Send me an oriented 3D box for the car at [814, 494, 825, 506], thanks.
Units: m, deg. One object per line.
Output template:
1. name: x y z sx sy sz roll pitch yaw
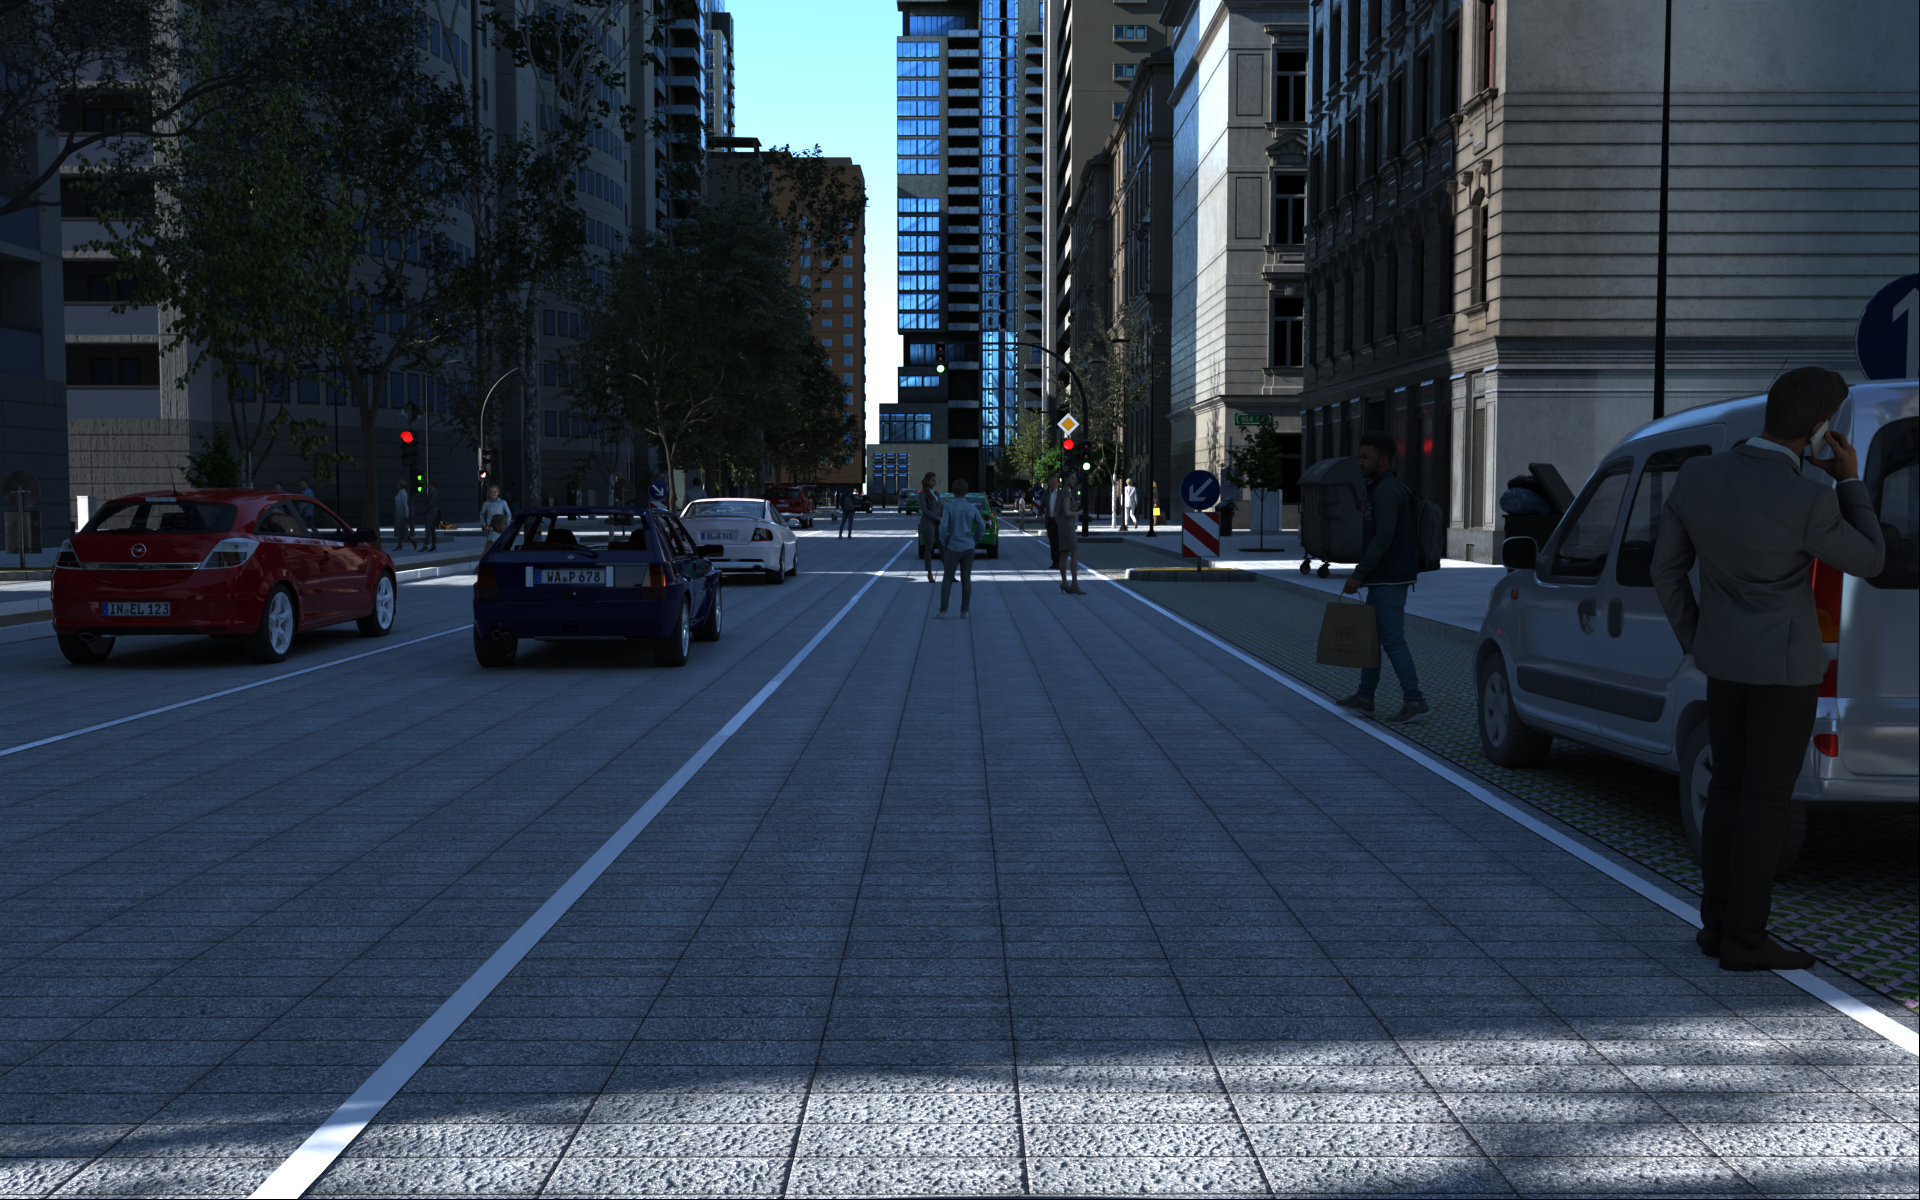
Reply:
1. car: -16.585 -12.126 207.061 1.959 1.807 4.718 0 4 -1

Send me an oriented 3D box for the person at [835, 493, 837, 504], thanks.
1. person: -13.663 -11.080 190.389 0.721 1.736 1.217 -1 4 -11

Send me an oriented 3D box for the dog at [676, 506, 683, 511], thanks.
1. dog: -20.643 -6.709 127.428 0.748 0.427 0.550 1 4 15

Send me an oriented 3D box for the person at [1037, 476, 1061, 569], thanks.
1. person: 1.798 -1.475 33.007 0.661 1.777 0.834 1 4 10

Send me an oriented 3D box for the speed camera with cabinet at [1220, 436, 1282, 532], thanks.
1. speed camera with cabinet: 10.007 -3.984 59.472 2.038 3.252 0.660 1 4 22

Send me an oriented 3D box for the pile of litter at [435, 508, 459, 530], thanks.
1. pile of litter: -18.657 -2.965 62.436 1.176 0.858 1.719 0 4 -2

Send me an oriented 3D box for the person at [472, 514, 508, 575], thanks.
1. person: -5.216 -0.360 19.403 0.382 1.210 0.505 0 4 2

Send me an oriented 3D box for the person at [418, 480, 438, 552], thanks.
1. person: -13.246 -2.096 43.050 0.573 1.790 0.520 -2 4 -30

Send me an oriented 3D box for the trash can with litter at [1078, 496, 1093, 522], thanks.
1. trash can with litter: 5.838 -4.184 79.794 0.624 1.170 1.055 -1 4 -21

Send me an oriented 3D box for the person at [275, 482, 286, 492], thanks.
1. person: -22.266 -2.960 56.911 0.660 1.820 0.620 0 4 2

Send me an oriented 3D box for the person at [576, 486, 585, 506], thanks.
1. person: -20.228 -5.246 92.391 0.524 1.755 0.480 0 4 0

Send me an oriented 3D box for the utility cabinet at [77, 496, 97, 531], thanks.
1. utility cabinet: -29.897 -2.947 59.347 1.020 1.237 0.306 3 5 44

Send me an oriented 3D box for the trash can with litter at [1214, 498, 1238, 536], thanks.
1. trash can with litter: 7.865 -2.513 52.479 1.055 1.170 0.624 -2 4 -32

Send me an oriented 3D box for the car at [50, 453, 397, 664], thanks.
1. car: -6.656 -0.433 16.124 2.155 1.783 4.494 0 4 0

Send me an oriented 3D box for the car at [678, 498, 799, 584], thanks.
1. car: -3.758 -1.011 28.886 2.083 1.381 4.827 0 4 -1

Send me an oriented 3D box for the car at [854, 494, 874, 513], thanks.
1. car: -7.499 -7.314 129.366 2.009 1.686 4.222 0 4 2

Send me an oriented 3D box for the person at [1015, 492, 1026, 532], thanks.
1. person: 2.366 -3.350 65.875 0.523 1.515 0.503 -2 4 -23

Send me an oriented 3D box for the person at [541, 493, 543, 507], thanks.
1. person: -18.477 -4.260 75.873 0.592 1.802 0.473 -3 4 -37

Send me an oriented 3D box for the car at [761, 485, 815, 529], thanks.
1. car: -7.320 -3.950 73.259 2.281 1.827 5.304 0 4 -1

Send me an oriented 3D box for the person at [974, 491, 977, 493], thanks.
1. person: 1.230 -8.900 154.731 0.721 1.743 1.217 -2 4 -35

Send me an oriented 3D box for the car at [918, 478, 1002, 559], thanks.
1. car: -0.012 -1.896 39.799 1.959 1.807 4.718 0 4 1

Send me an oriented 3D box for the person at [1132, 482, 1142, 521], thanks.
1. person: 8.412 -4.727 83.188 0.638 1.841 0.748 0 4 5

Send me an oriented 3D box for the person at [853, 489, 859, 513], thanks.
1. person: -8.012 -7.646 133.393 0.514 1.842 0.818 -2 4 -24

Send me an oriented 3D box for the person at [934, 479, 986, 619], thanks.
1. person: -0.003 -0.590 19.959 0.589 1.601 0.330 -1 4 -10

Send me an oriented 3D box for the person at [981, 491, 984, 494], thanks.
1. person: 2.060 -9.562 165.569 0.721 1.736 1.217 3 5 39

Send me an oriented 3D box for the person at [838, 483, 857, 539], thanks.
1. person: -3.548 -2.822 54.984 0.623 1.781 0.721 1 4 15

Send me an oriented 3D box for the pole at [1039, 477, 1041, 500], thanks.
1. pole: 5.069 -7.110 110.088 0.158 3.312 0.155 0 3 0

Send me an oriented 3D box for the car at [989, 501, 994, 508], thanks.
1. car: 0.718 -4.835 90.844 2.131 1.459 4.920 0 4 -1

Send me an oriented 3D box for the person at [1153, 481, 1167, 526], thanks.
1. person: 8.008 -3.892 69.891 0.699 1.804 1.509 2 4 31

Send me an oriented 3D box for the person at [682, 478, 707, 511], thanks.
1. person: -6.655 -2.154 43.570 0.661 1.843 0.795 0 4 -3

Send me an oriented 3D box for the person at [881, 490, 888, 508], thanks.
1. person: -7.739 -10.291 176.840 0.705 1.814 1.350 -2 4 -32

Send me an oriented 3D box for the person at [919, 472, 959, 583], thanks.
1. person: -0.347 -1.180 28.068 0.573 1.790 0.520 2 4 24

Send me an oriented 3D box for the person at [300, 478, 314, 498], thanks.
1. person: -16.805 -2.220 44.654 0.748 1.841 0.638 1 4 14

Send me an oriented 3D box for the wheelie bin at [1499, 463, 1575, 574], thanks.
1. wheelie bin: 5.935 -0.602 17.743 0.693 1.594 0.980 3 4 38

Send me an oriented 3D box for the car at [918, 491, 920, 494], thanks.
1. car: -3.960 -11.350 194.252 2.281 1.827 5.304 0 4 -1

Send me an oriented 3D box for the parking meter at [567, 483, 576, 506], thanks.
1. parking meter: -18.905 -4.806 84.289 0.255 1.863 0.399 3 5 42

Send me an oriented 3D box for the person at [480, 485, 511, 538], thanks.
1. person: -8.327 -1.268 31.041 0.589 1.601 0.330 0 4 4

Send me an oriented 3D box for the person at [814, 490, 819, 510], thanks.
1. person: -13.354 -9.168 158.491 1.348 1.812 0.705 -3 5 -43

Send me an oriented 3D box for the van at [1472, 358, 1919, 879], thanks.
1. van: 3.618 -0.048 7.789 2.013 2.044 4.112 0 3 0

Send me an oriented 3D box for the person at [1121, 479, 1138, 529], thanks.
1. person: 6.130 -3.456 62.424 0.514 1.842 0.818 -1 4 -22

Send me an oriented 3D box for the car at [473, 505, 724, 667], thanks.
1. car: -3.171 -0.191 15.709 1.945 1.354 3.894 0 4 -2

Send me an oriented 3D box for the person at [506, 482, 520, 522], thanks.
1. person: -20.013 -4.378 77.606 0.713 1.824 0.794 -1 4 -10

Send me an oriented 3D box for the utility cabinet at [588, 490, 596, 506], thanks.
1. utility cabinet: -18.253 -4.727 85.961 0.318 1.500 1.173 0 4 -8

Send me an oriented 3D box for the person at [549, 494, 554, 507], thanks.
1. person: -21.680 -4.994 91.945 0.306 1.304 0.590 1 4 11

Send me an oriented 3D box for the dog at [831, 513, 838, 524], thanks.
1. dog: -6.051 -3.930 83.549 0.406 0.507 0.540 -1 4 -18

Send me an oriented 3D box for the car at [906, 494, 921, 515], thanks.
1. car: -2.770 -6.749 119.144 1.959 1.807 4.718 0 4 1

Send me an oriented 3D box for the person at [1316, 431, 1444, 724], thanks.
1. person: 2.623 -0.145 10.849 0.713 1.824 0.794 3 4 36

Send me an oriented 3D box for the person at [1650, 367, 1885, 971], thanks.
1. person: 2.434 0.209 5.263 0.473 1.802 0.592 -1 4 -16

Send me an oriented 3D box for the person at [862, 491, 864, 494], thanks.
1. person: -10.589 -11.028 189.342 0.617 1.759 0.750 0 4 -3

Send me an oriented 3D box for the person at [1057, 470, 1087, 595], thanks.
1. person: 1.597 -0.979 24.854 0.374 1.781 0.599 -1 4 -9

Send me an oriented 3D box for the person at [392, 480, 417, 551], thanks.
1. person: -14.111 -2.158 44.001 0.641 1.798 0.478 -1 4 -12

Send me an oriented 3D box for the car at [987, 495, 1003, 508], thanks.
1. car: 3.314 -9.644 170.258 1.945 1.354 3.894 0 4 -2

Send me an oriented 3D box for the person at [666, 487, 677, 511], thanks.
1. person: -13.158 -4.309 79.135 0.537 1.800 0.526 -2 4 -24
